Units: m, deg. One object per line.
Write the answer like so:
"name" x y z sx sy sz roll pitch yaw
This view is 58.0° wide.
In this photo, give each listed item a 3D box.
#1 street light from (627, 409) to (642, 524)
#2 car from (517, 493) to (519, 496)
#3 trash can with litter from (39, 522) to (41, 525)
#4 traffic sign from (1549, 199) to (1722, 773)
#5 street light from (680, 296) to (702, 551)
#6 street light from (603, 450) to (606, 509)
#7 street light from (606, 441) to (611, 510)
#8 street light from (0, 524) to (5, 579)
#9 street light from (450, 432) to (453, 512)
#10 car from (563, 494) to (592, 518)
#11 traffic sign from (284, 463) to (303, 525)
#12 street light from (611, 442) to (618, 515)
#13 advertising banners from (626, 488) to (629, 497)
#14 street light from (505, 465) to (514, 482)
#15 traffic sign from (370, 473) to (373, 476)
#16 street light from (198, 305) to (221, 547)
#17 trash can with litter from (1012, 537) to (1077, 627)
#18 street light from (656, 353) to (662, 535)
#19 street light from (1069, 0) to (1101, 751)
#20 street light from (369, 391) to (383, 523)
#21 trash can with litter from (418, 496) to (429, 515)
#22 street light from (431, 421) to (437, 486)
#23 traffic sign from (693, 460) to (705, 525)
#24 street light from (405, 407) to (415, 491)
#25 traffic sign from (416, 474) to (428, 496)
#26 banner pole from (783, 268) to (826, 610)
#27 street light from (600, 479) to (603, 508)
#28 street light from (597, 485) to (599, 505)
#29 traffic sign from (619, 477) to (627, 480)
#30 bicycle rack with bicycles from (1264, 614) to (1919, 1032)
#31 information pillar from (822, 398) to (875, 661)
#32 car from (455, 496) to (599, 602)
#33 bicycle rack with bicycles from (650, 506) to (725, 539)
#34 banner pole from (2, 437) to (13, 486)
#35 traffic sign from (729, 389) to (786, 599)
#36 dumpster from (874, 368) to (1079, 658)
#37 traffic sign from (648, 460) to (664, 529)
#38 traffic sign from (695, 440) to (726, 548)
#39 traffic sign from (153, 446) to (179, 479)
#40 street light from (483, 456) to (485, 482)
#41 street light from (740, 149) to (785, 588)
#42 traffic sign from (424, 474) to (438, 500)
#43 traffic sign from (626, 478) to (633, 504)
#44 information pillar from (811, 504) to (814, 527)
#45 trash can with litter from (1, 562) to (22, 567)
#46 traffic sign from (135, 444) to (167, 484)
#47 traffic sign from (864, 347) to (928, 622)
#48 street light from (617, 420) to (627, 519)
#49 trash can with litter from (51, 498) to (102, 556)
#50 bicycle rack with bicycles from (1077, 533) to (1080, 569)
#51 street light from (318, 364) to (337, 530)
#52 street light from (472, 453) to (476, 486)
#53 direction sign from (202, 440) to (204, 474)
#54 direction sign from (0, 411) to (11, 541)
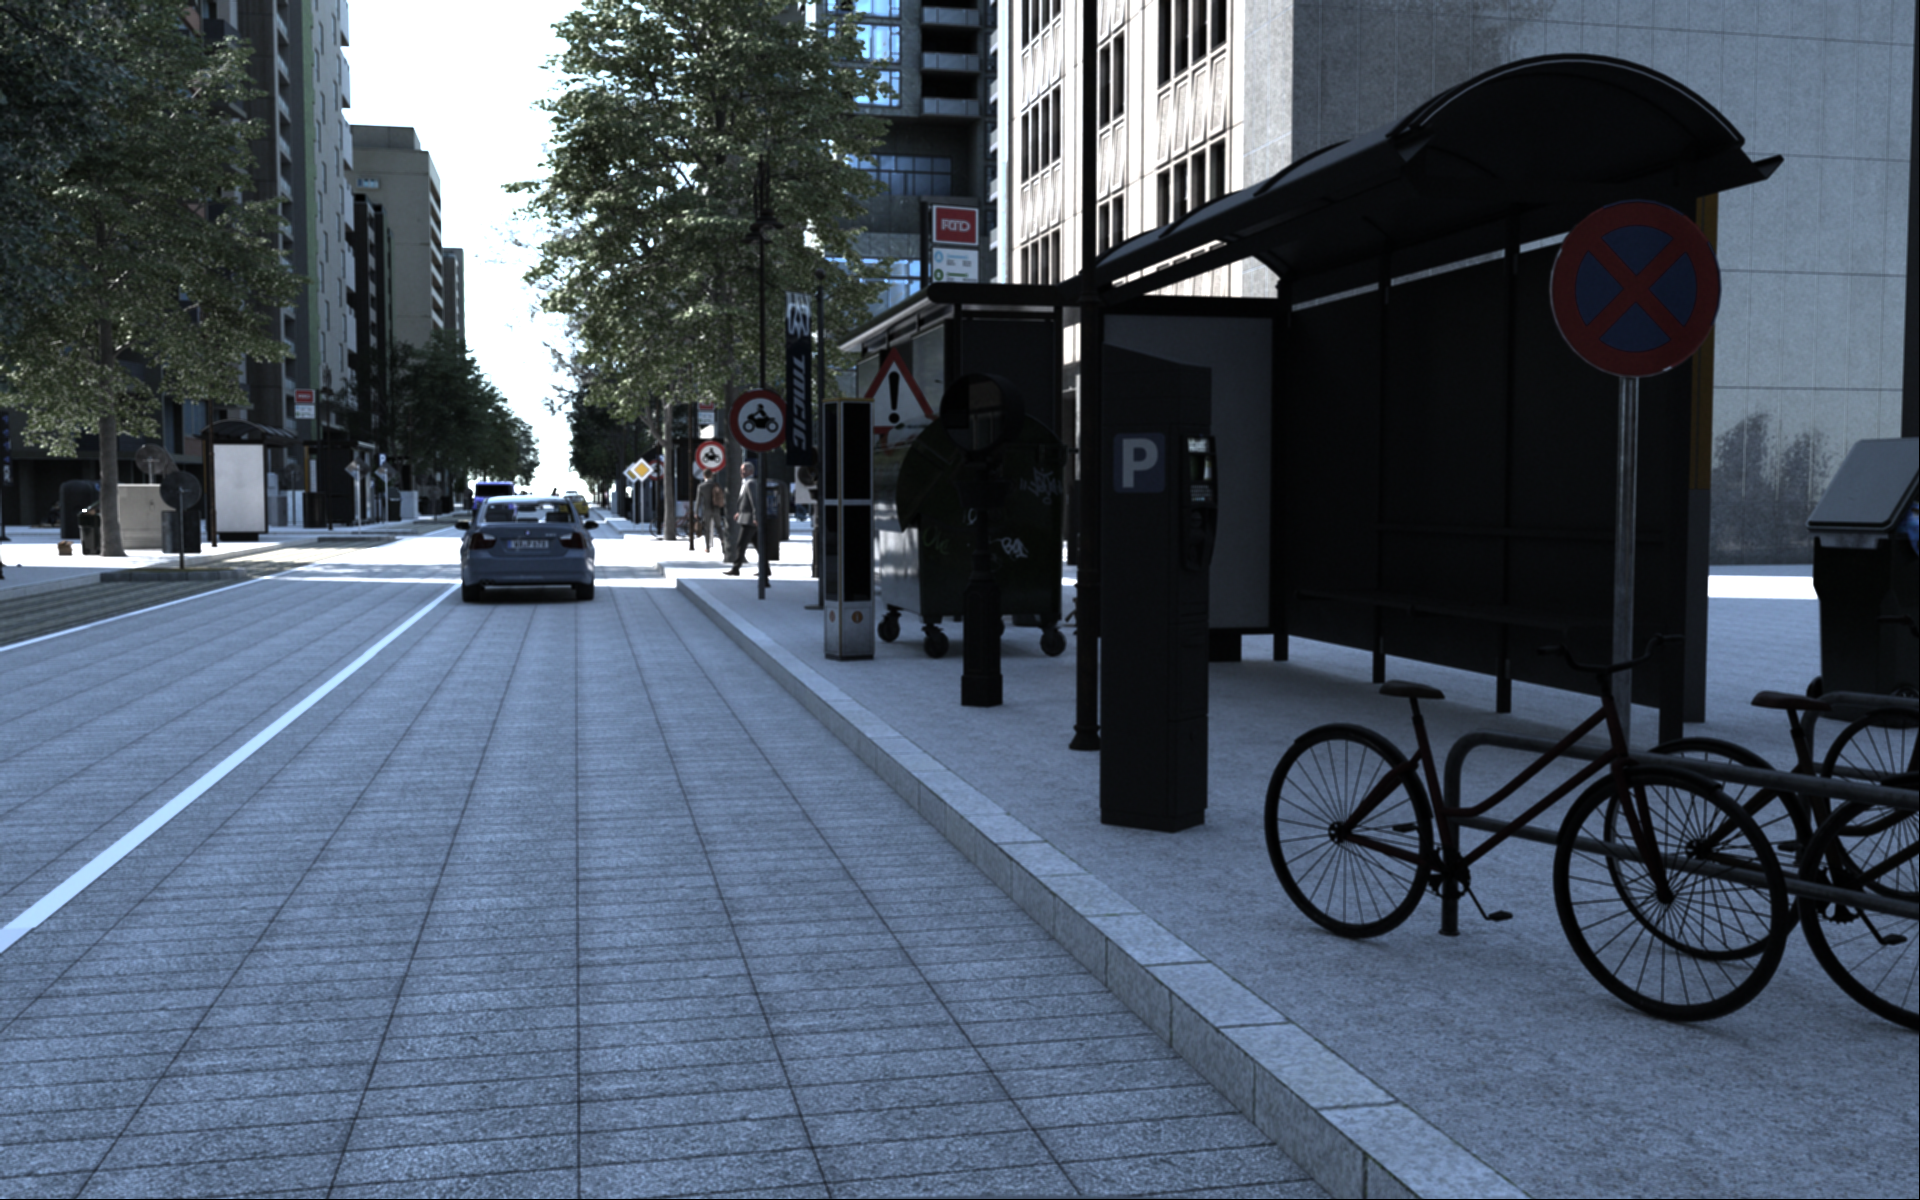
"street light" -13.807 -6.184 73.890 0.468 5.910 1.993 -1 4 -12
"car" -49.307 -11.196 192.643 1.945 1.707 3.694 -1 4 -13
"trash can with litter" -35.310 -3.426 67.407 1.055 1.170 0.624 0 4 -6
"traffic sign" 2.923 -0.458 7.600 0.768 2.556 0.104 0 4 -4
"street light" -6.070 -4.050 39.013 0.468 5.910 1.993 -1 4 -12
"street light" -27.500 -9.962 135.664 0.468 5.910 1.993 -1 4 -12
"street light" -24.233 -9.037 120.536 0.468 5.910 1.993 -1 4 -12
"street light" -14.488 -3.249 25.905 0.468 5.910 1.993 -1 4 -12
"street light" -36.421 -9.249 124.010 0.468 5.910 1.993 -1 4 -12
"car" -23.060 -5.705 103.506 2.015 1.641 3.980 -1 4 -11
"traffic sign" -27.568 -4.376 71.656 0.768 2.556 0.104 -1 4 -10
"street light" -20.821 -8.113 105.441 0.468 5.910 1.993 -1 4 -12
"advertising banners" -25.995 -8.510 135.328 0.090 3.025 2.074 -1 4 -18
"street light" -60.405 -15.879 232.416 0.468 5.910 1.993 -1 4 -12
"traffic sign" -28.743 -5.025 84.289 0.606 2.300 0.079 0 4 -3
"street light" -17.940 -4.202 41.492 0.468 5.910 1.993 -1 4 -12
"trash can with litter" 0.975 -0.338 16.911 1.055 1.170 0.624 0 4 4
"street light" -9.513 -5.003 54.590 0.468 5.910 1.993 -1 4 -12
"street light" 0.640 -2.188 8.558 0.468 5.910 1.993 -1 4 -12
"street light" -25.790 -6.346 76.542 0.468 5.910 1.993 -1 4 -12
"trash can with litter" -37.133 -6.561 118.663 0.624 1.170 1.055 3 4 37
"street light" -32.635 -8.247 107.629 0.468 5.910 1.993 -1 4 -12
"traffic sign" -9.293 -3.803 62.291 0.768 2.556 0.104 0 4 -4
"street light" -29.142 -7.286 91.907 0.468 5.910 1.993 -1 4 -12
"traffic sign" -33.310 -6.554 107.261 0.768 2.556 0.104 0 4 -8
"banner pole" -1.672 -1.779 19.100 0.401 3.779 0.863 2 4 33
"street light" -30.538 -10.761 148.727 0.468 5.910 1.993 -1 4 -12
"street light" -34.018 -11.727 164.525 0.468 5.910 1.993 -1 4 -12
"traffic sign" -23.206 -7.329 119.935 0.768 2.556 0.104 0 4 -8
"bicycle rack with bicycles" 2.616 0.540 4.552 2.852 0.926 2.925 -2 4 -31
"information pillar" -0.862 -0.546 13.412 0.304 2.012 0.304 -2 4 -30
"car" -6.114 -0.764 24.502 2.014 1.417 4.499 -1 4 -14
"bicycle rack with bicycles" -7.594 -2.289 50.802 2.925 0.926 2.852 -1 4 -9
"banner pole" -36.953 -4.702 66.886 0.863 3.779 0.401 0 4 6
"traffic sign" -2.418 -1.282 21.060 0.768 2.556 0.104 0 4 -5
"dumpster" 0.043 -0.722 14.302 1.502 2.255 1.985 -1 4 -12
"traffic sign" -11.253 -3.921 64.215 0.768 2.556 0.104 -1 4 -10
"traffic sign" -5.883 -2.505 41.063 0.768 2.556 0.104 0 4 -4
"traffic sign" -21.718 -2.893 47.298 0.884 2.594 0.081 0 4 -6
"street light" -45.553 -11.797 165.666 0.468 5.910 1.993 -1 4 -12
"street light" -2.695 -3.112 23.670 0.468 5.910 1.993 -1 4 -12
"traffic sign" -33.560 -6.717 109.825 0.884 2.594 0.081 0 4 -4
"traffic sign" -20.750 -6.553 109.279 0.606 2.300 0.079 -1 4 -12
"information pillar" -5.539 -3.798 66.582 0.304 2.012 0.304 -2 4 -30
"trash can with litter" -17.344 -1.171 30.202 1.678 1.210 2.233 -1 4 -18
"traffic sign" -20.655 -2.700 44.246 0.768 2.556 0.104 0 4 -7
"traffic sign" -0.585 -0.944 15.438 0.884 2.594 0.081 0 4 -4
"street light" -17.314 -7.144 89.590 0.468 5.910 1.993 -1 4 -12
"trash can with litter" -18.370 -1.515 36.157 1.055 1.170 0.624 -2 4 -27
"bicycle rack with bicycles" 3.028 -0.946 28.850 2.852 0.926 2.925 0 4 2
"street light" -22.395 -5.422 61.442 0.468 5.910 1.993 -1 4 -12
"street light" -42.156 -10.873 150.567 0.468 5.910 1.993 -1 4 -12
"direction sign" -29.146 -4.607 67.327 0.379 3.537 0.876 1 4 10
"direction sign" -26.115 -3.375 47.184 0.379 3.537 0.876 0 4 -1
